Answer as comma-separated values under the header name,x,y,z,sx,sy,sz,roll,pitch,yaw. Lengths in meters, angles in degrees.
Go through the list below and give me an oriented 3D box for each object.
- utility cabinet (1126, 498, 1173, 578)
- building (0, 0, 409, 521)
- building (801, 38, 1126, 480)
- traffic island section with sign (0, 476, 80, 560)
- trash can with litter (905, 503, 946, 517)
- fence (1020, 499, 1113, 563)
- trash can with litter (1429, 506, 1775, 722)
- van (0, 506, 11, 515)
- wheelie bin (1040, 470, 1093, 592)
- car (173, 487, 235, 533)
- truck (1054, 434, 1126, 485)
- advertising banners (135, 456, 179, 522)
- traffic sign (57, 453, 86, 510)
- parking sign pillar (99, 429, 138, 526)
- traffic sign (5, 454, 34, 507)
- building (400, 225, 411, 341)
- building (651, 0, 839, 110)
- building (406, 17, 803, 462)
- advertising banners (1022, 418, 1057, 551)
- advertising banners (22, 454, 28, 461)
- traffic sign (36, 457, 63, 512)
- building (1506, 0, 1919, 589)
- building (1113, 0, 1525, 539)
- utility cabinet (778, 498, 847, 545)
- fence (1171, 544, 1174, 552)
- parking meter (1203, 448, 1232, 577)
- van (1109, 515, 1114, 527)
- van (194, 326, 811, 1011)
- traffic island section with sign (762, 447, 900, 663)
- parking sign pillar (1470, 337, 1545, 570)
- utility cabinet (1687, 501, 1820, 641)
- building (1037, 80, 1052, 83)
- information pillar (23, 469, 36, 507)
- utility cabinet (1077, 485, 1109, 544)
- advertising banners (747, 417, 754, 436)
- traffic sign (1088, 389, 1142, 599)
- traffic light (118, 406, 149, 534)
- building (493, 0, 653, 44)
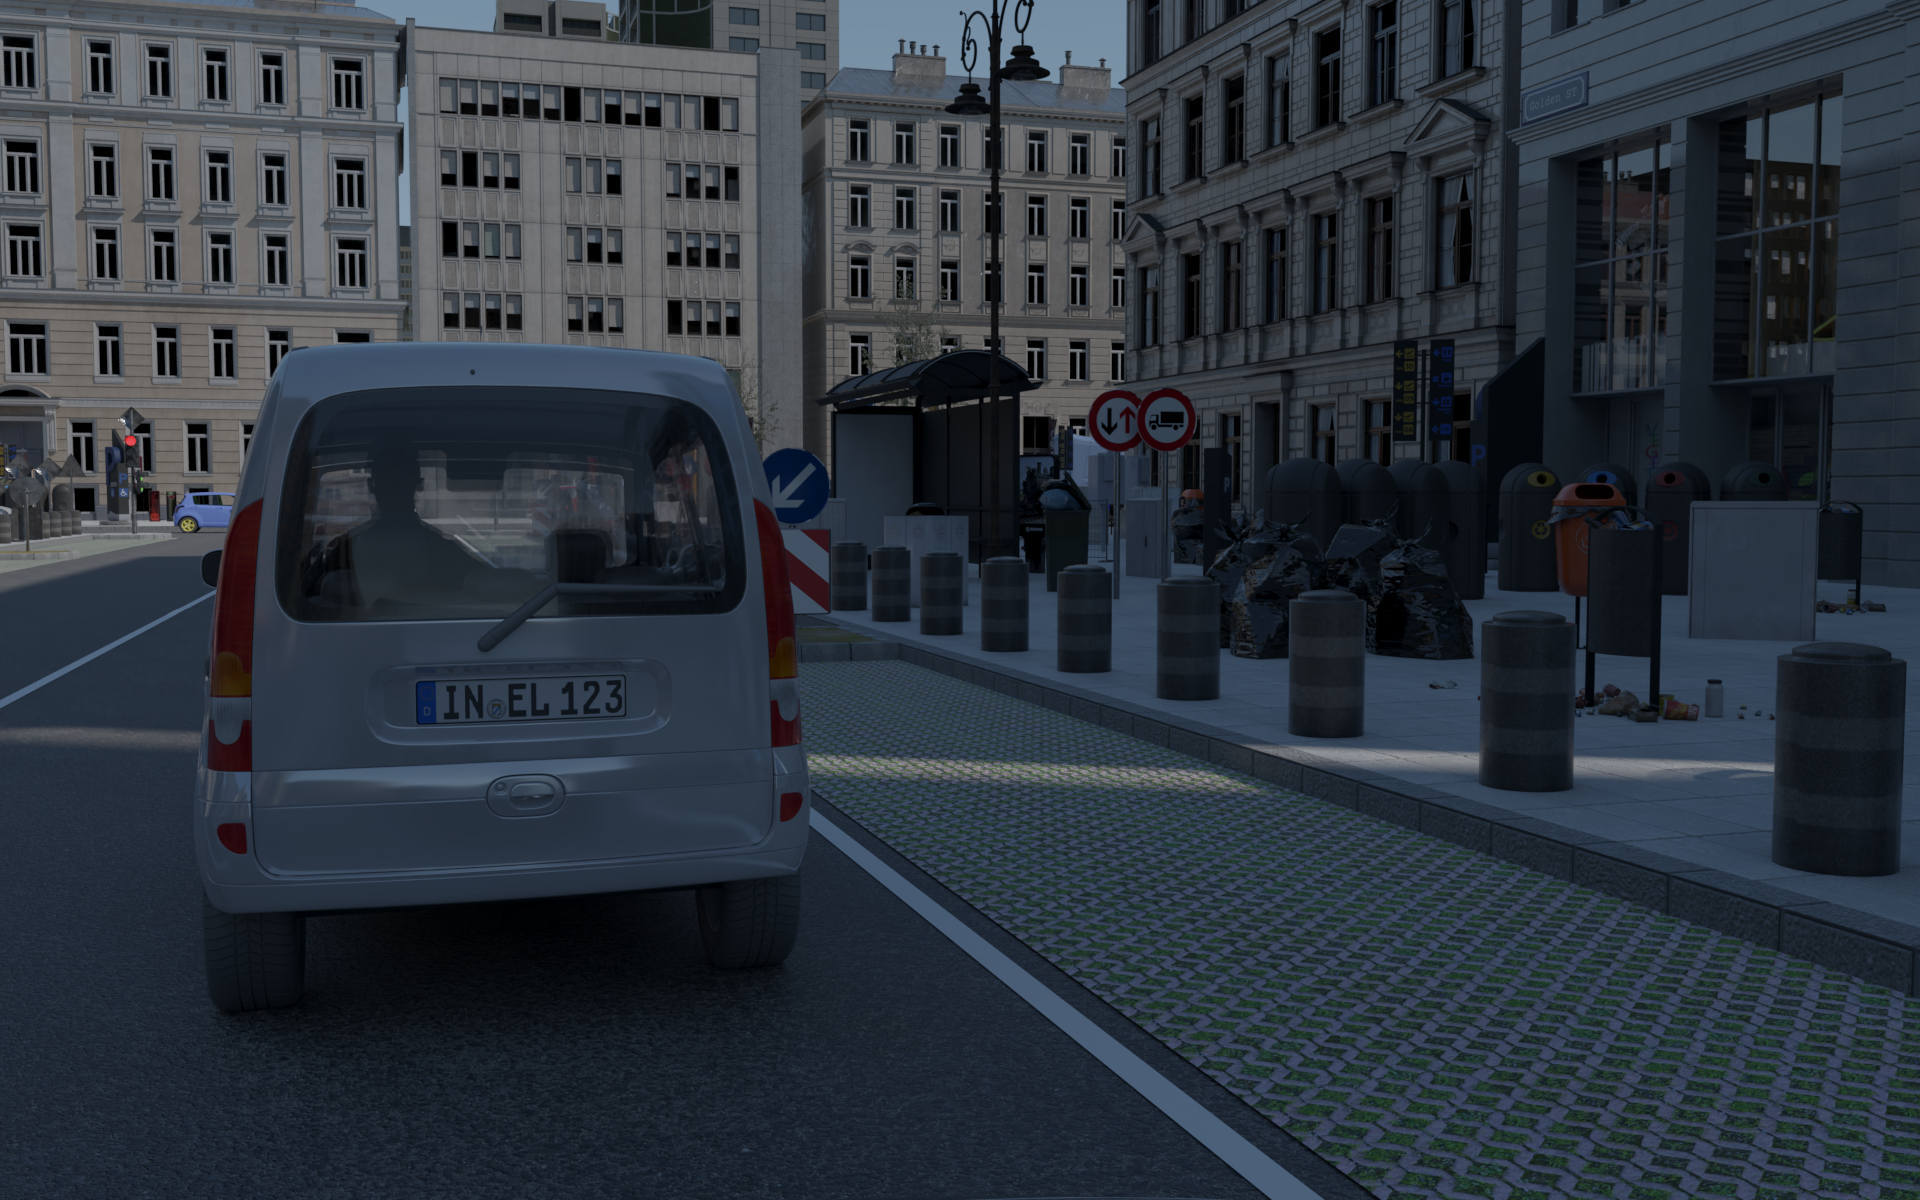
name,x,y,z,sx,sy,sz,roll,pitch,yaw
utility cabinet,2.910,-0.957,26.806,0.306,1.237,1.020,-1,4,-21
building,-38.980,-18.564,89.423,20.117,28.700,13.634,-1,4,-18
building,2.602,-18.622,101.726,25.104,27.353,12.463,-1,4,-18
traffic island section with sign,-20.565,-1.803,38.107,1.989,1.847,2.006,-1,4,-18
trash can with litter,-0.506,-0.662,22.216,0.624,1.170,1.055,0,4,-5
fence,1.824,-1.337,33.056,2.264,1.192,0.480,2,4,26
trash can with litter,3.827,0.030,10.561,1.678,1.210,2.233,-2,4,-24
van,-34.917,-3.232,59.847,4.112,2.044,2.013,-1,4,-17
wheelie bin,1.398,-0.915,22.872,0.693,1.594,0.980,0,4,3
car,-27.158,-3.342,64.234,3.694,1.707,1.945,-1,4,-18
truck,-1.047,-5.233,75.321,18.799,4.110,2.967,-1,4,-17
advertising banners,-37.336,-5.144,80.298,2.074,3.025,0.090,0,4,-7
traffic sign,-28.361,-3.382,55.307,0.884,2.594,0.081,-1,4,-11
parking sign pillar,-34.466,-5.037,70.828,1.447,3.967,1.447,3,5,44
traffic sign,-27.047,-2.976,49.847,0.795,2.450,0.064,-1,4,-10
building,-80.183,-34.365,253.745,23.993,40.220,32.217,-1,4,-18
building,-24.324,-44.854,171.610,20.563,71.187,20.611,-1,4,-18
building,-19.733,-16.946,95.093,19.932,24.808,12.078,-1,4,-18
advertising banners,1.830,-2.647,39.463,0.090,3.025,2.074,2,4,25
advertising banners,-41.787,-4.931,76.813,2.074,3.025,0.090,3,4,38
traffic sign,-28.483,-3.243,54.204,0.795,2.450,0.064,-1,4,-11
building,19.895,-14.770,18.976,11.434,29.767,29.804,-1,4,-18
building,11.846,-10.876,42.452,10.561,19.102,19.286,-1,4,-18
utility cabinet,-2.228,-0.914,26.099,1.020,1.237,0.306,0,4,-8
fence,5.067,-1.358,37.574,0.278,0.683,2.069,-1,4,-18
parking meter,3.279,-1.000,22.053,0.255,1.863,0.399,2,4,30
van,8.265,-4.289,74.508,5.245,2.365,2.240,-1,4,-17
van,-1.739,0.042,6.327,2.013,2.044,4.112,-1,4,-18
traffic island section with sign,-1.754,-0.419,15.480,1.989,1.847,2.006,-1,4,-18
parking sign pillar,9.346,-2.517,29.622,1.447,3.967,1.447,-2,4,-28
utility cabinet,7.007,-0.255,15.329,1.020,1.237,0.306,1,4,19
building,2.527,-35.622,206.121,21.600,48.544,21.300,-1,4,-18
information pillar,-27.014,-2.799,50.262,0.304,2.012,0.304,-1,4,-18
utility cabinet,3.170,-2.160,44.001,1.173,1.500,0.318,1,4,19
advertising banners,-4.531,-2.677,39.965,0.090,3.025,2.074,1,4,20
traffic sign,1.910,-1.282,21.068,0.768,2.556,0.104,-1,4,-11
traffic light,-26.512,-4.076,55.557,0.839,4.253,0.868,-1,4,-18
building,-57.171,-49.923,254.499,20.611,71.187,20.563,-1,4,-18
